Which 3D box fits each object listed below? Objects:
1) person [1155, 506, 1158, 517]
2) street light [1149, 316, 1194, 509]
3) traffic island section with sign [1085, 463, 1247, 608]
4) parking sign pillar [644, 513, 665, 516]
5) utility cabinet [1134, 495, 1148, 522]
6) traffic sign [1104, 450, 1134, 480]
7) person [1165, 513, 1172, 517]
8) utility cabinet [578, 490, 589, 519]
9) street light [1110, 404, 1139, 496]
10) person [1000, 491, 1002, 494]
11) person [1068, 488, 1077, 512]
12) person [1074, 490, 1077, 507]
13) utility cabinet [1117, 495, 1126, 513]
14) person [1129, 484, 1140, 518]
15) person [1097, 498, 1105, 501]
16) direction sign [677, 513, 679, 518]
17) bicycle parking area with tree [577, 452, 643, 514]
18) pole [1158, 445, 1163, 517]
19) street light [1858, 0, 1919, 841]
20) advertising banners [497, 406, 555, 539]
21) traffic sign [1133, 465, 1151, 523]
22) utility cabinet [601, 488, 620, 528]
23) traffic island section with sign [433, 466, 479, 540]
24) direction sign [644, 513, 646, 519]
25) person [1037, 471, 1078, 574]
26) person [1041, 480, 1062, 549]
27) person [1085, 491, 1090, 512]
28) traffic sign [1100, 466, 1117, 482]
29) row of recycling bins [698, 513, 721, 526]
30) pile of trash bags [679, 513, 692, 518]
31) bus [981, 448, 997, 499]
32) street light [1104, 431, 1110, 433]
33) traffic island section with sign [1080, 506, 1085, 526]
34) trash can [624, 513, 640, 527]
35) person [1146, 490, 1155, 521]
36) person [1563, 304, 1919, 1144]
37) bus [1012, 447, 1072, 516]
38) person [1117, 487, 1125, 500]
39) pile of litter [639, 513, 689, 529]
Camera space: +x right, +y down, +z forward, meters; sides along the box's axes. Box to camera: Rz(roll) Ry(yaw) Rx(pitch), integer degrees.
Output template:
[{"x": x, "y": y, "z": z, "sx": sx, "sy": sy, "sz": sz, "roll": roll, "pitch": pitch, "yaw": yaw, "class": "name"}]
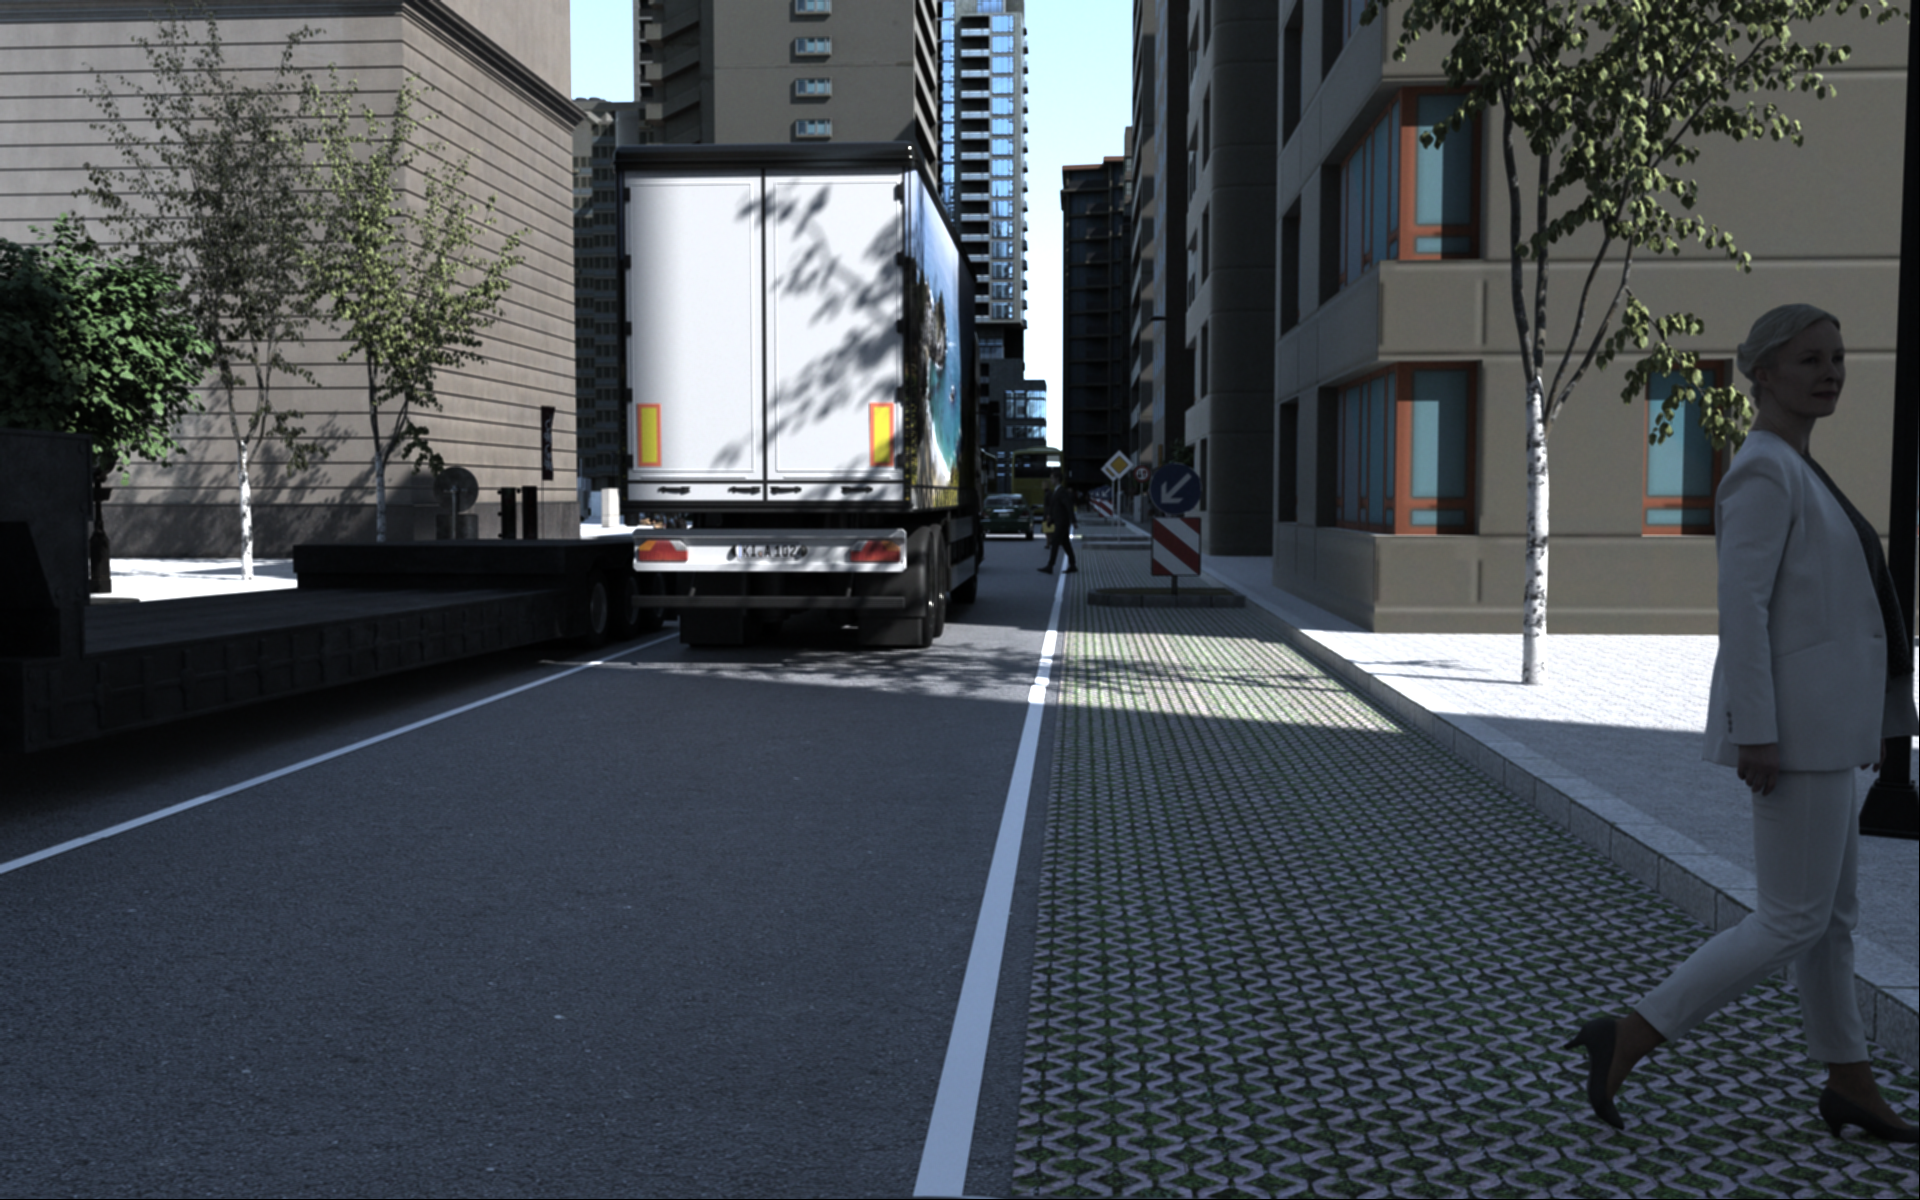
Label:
[{"x": 9.285, "y": -4.607, "z": 81.385, "sx": 0.620, "sy": 1.820, "sz": 0.660, "roll": 3, "pitch": 5, "yaw": 39, "class": "person"}, {"x": 5.629, "y": -4.450, "z": 45.300, "sx": 1.470, "sy": 5.913, "sz": 1.316, "roll": 0, "pitch": 4, "yaw": 4, "class": "street light"}, {"x": 2.666, "y": -0.856, "z": 22.632, "sx": 1.989, "sy": 1.847, "sz": 2.006, "roll": 0, "pitch": 4, "yaw": 4, "class": "traffic island section with sign"}, {"x": -17.795, "y": -6.900, "z": 101.290, "sx": 1.447, "sy": 3.967, "sz": 1.447, "roll": -1, "pitch": 4, "yaw": -15, "class": "parking sign pillar"}, {"x": 8.267, "y": -4.164, "z": 79.248, "sx": 0.306, "sy": 1.237, "sz": 1.020, "roll": -1, "pitch": 4, "yaw": -18, "class": "utility cabinet"}, {"x": 4.193, "y": -2.645, "z": 45.442, "sx": 0.795, "sy": 2.593, "sz": 0.064, "roll": 0, "pitch": 4, "yaw": 4, "class": "traffic sign"}, {"x": 7.368, "y": -3.112, "z": 61.207, "sx": 0.425, "sy": 1.301, "sz": 0.394, "roll": 0, "pitch": 4, "yaw": 5, "class": "person"}, {"x": -19.063, "y": -4.832, "z": 87.676, "sx": 0.318, "sy": 1.500, "sz": 1.173, "roll": 0, "pitch": 4, "yaw": -1, "class": "utility cabinet"}, {"x": 8.694, "y": -7.173, "z": 89.826, "sx": 1.470, "sy": 5.913, "sz": 1.316, "roll": 0, "pitch": 4, "yaw": 4, "class": "street light"}, {"x": 3.191, "y": -7.588, "z": 134.036, "sx": 0.415, "sy": 1.643, "sz": 0.593, "roll": -1, "pitch": 4, "yaw": -18, "class": "person"}, {"x": 6.109, "y": -5.615, "z": 100.525, "sx": 1.509, "sy": 1.804, "sz": 0.699, "roll": 3, "pitch": 5, "yaw": 44, "class": "person"}, {"x": 10.252, "y": -8.900, "z": 153.947, "sx": 0.705, "sy": 1.831, "sz": 1.348, "roll": 0, "pitch": 4, "yaw": 1, "class": "person"}, {"x": 11.586, "y": -6.921, "z": 124.313, "sx": 0.306, "sy": 1.237, "sz": 1.020, "roll": -1, "pitch": 4, "yaw": -19, "class": "utility cabinet"}, {"x": 9.386, "y": -5.318, "z": 92.972, "sx": 0.580, "sy": 1.828, "sz": 0.573, "roll": -1, "pitch": 4, "yaw": -15, "class": "person"}, {"x": 9.754, "y": -6.772, "z": 119.187, "sx": 0.622, "sy": 1.834, "sz": 0.822, "roll": -1, "pitch": 4, "yaw": -15, "class": "person"}, {"x": -12.405, "y": -5.145, "z": 76.112, "sx": 0.379, "sy": 3.537, "sz": 0.876, "roll": 1, "pitch": 4, "yaw": 21, "class": "direction sign"}, {"x": -21.450, "y": -7.982, "z": 117.503, "sx": 8.231, "sy": 4.147, "sz": 9.016, "roll": 3, "pitch": 4, "yaw": 36, "class": "bicycle parking area with tree"}, {"x": 8.292, "y": -4.757, "z": 71.618, "sx": 0.158, "sy": 3.312, "sz": 0.155, "roll": 0, "pitch": 3, "yaw": 0, "class": "pole"}, {"x": 3.008, "y": -2.074, "z": 6.446, "sx": 1.470, "sy": 5.913, "sz": 1.316, "roll": 0, "pitch": 4, "yaw": 4, "class": "street light"}, {"x": -8.416, "y": -2.300, "z": 33.785, "sx": 0.090, "sy": 3.025, "sz": 2.074, "roll": 1, "pitch": 4, "yaw": 18, "class": "advertising banners"}, {"x": 8.037, "y": -4.673, "z": 76.512, "sx": 0.768, "sy": 2.556, "sz": 0.104, "roll": 0, "pitch": 4, "yaw": 8, "class": "traffic sign"}, {"x": -13.295, "y": -3.496, "z": 65.833, "sx": 0.318, "sy": 1.500, "sz": 1.173, "roll": 1, "pitch": 4, "yaw": 8, "class": "utility cabinet"}, {"x": -7.188, "y": -0.950, "z": 24.155, "sx": 1.989, "sy": 1.847, "sz": 2.006, "roll": 0, "pitch": 4, "yaw": 4, "class": "traffic island section with sign"}, {"x": -15.581, "y": -5.741, "z": 85.859, "sx": 0.379, "sy": 3.537, "sz": 0.876, "roll": -1, "pitch": 4, "yaw": -17, "class": "direction sign"}, {"x": 1.753, "y": -1.401, "z": 31.176, "sx": 0.755, "sy": 1.850, "sz": 0.659, "roll": 0, "pitch": 4, "yaw": 1, "class": "person"}, {"x": 2.468, "y": -2.269, "z": 45.820, "sx": 0.699, "sy": 1.804, "sz": 1.509, "roll": 2, "pitch": 4, "yaw": 29, "class": "person"}, {"x": 10.040, "y": -7.734, "z": 136.414, "sx": 0.415, "sy": 1.643, "sz": 0.593, "roll": 0, "pitch": 4, "yaw": -3, "class": "person"}, {"x": 4.741, "y": -3.133, "z": 53.409, "sx": 0.795, "sy": 2.593, "sz": 0.064, "roll": 0, "pitch": 4, "yaw": 4, "class": "traffic sign"}, {"x": -7.615, "y": -2.944, "z": 55.252, "sx": 1.069, "sy": 1.692, "sz": 3.534, "roll": 1, "pitch": 4, "yaw": 12, "class": "row of recycling bins"}, {"x": -11.939, "y": -4.537, "z": 83.926, "sx": 3.447, "sy": 1.369, "sz": 1.912, "roll": -1, "pitch": 4, "yaw": -20, "class": "pile of trash bags"}, {"x": 0.394, "y": -6.050, "z": 90.469, "sx": 2.896, "sy": 3.916, "sz": 12.252, "roll": 0, "pitch": 4, "yaw": 4, "class": "bus"}, {"x": 11.334, "y": -9.523, "z": 128.249, "sx": 1.470, "sy": 5.913, "sz": 1.316, "roll": 0, "pitch": 4, "yaw": 4, "class": "street light"}, {"x": 6.458, "y": -4.245, "z": 78.030, "sx": 1.989, "sy": 1.847, "sz": 2.006, "roll": 0, "pitch": 4, "yaw": 4, "class": "traffic island section with sign"}, {"x": -13.006, "y": -3.485, "z": 68.637, "sx": 0.748, "sy": 1.137, "sz": 0.748, "roll": 0, "pitch": 3, "yaw": 0, "class": "trash can"}, {"x": 9.060, "y": -4.655, "z": 82.505, "sx": 0.716, "sy": 1.782, "sz": 0.532, "roll": -1, "pitch": 4, "yaw": -9, "class": "person"}, {"x": 1.755, "y": 0.280, "z": 3.804, "sx": 0.818, "sy": 1.842, "sz": 0.514, "roll": 1, "pitch": 4, "yaw": 11, "class": "person"}, {"x": 4.208, "y": -5.968, "z": 89.125, "sx": 2.896, "sy": 3.916, "sz": 12.252, "roll": 0, "pitch": 4, "yaw": 5, "class": "bus"}, {"x": 11.152, "y": -6.992, "z": 120.569, "sx": 0.606, "sy": 1.804, "sz": 0.583, "roll": 2, "pitch": 4, "yaw": 27, "class": "person"}, {"x": -10.499, "y": -2.945, "z": 62.111, "sx": 1.719, "sy": 0.858, "sz": 1.176, "roll": -1, "pitch": 4, "yaw": -20, "class": "pile of litter"}]
